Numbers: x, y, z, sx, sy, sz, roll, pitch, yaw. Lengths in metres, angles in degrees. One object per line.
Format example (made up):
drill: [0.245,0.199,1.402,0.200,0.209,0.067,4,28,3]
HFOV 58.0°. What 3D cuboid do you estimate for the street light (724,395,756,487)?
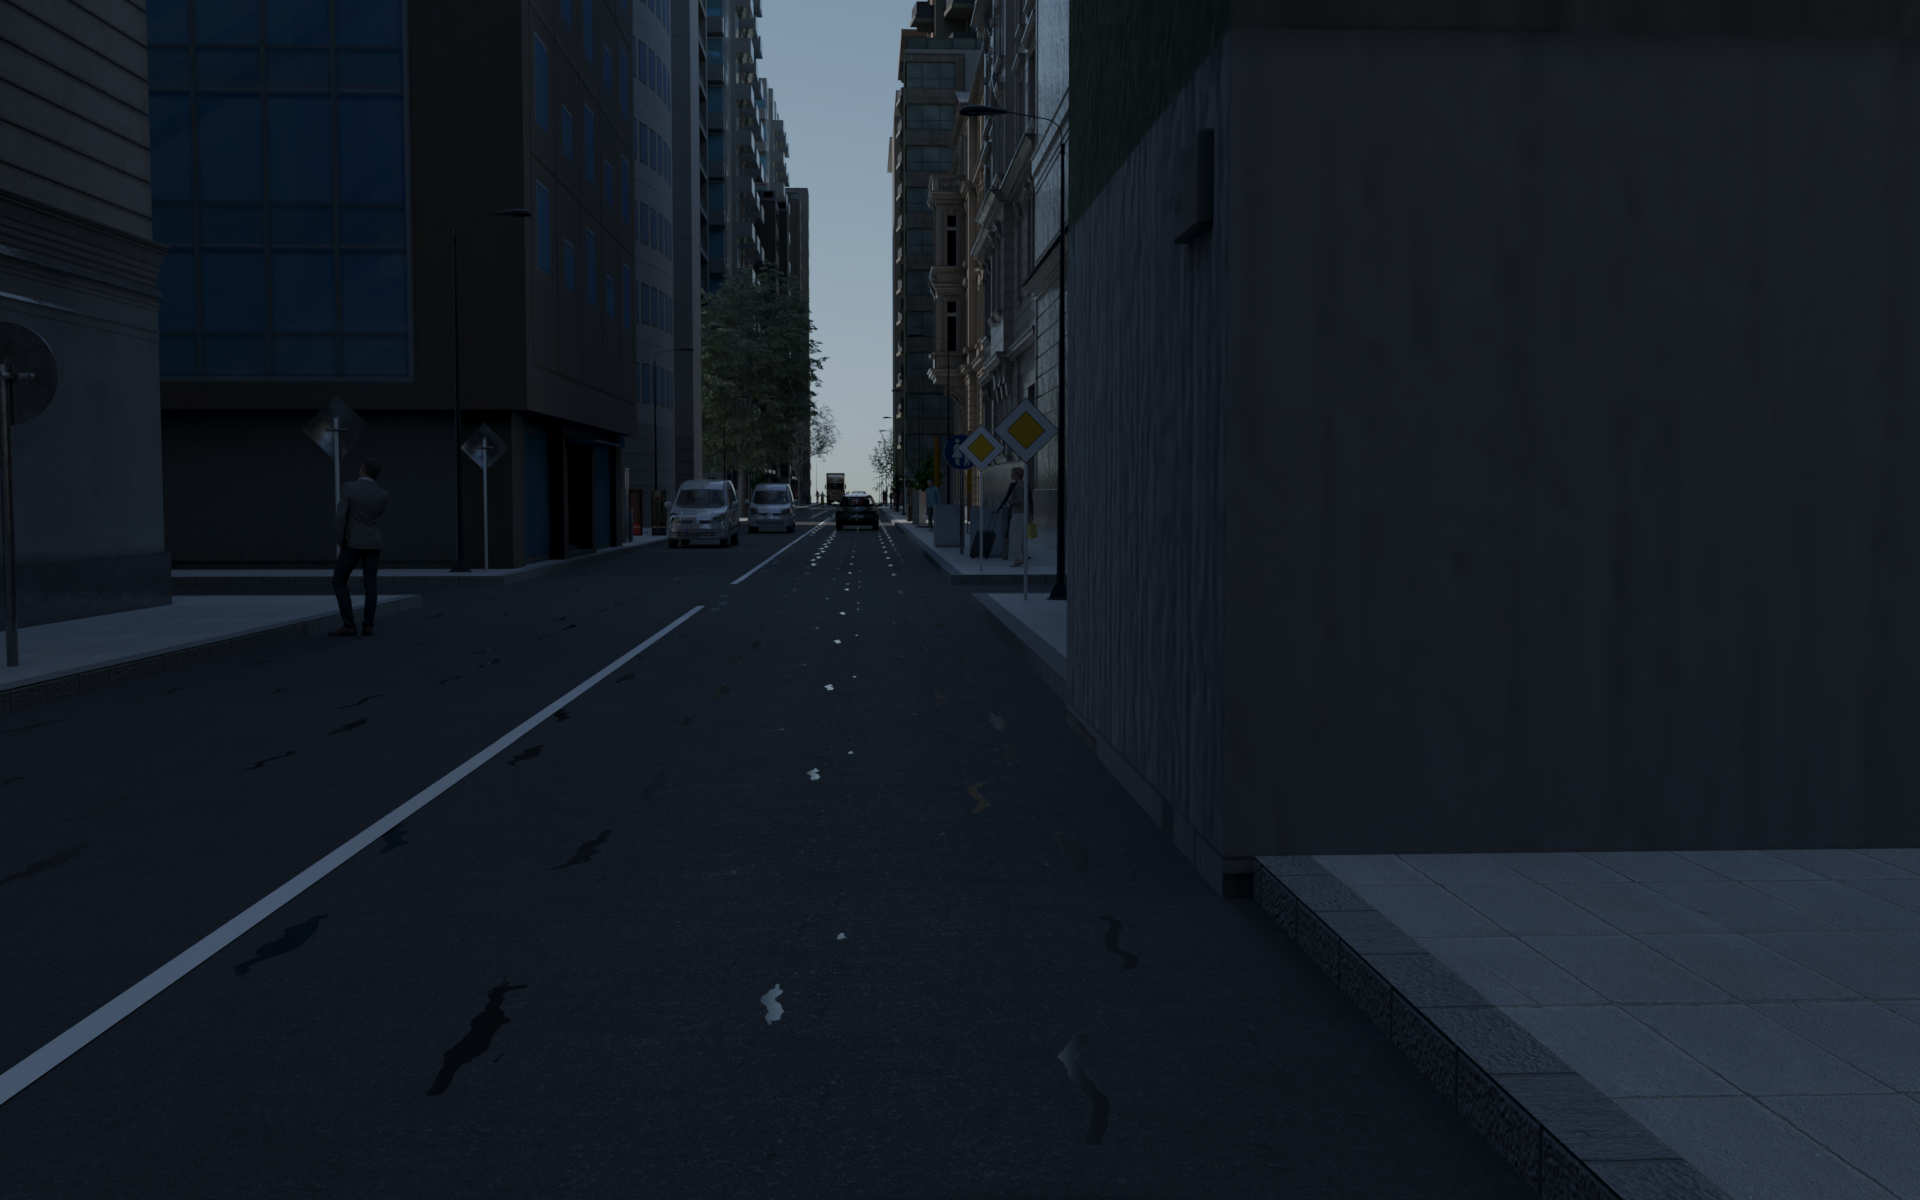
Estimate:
street light: [-10.553,-6.674,81.664,1.470,5.913,1.316,0,4,-3]

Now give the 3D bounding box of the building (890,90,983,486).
building: [5.963,-38.723,222.361,28.713,52.752,27.495,0,4,-3]

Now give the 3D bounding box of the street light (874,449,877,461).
street light: [-6.590,-10.985,152.139,1.470,5.913,1.316,0,4,-3]

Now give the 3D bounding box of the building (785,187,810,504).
building: [-26.706,-33.076,224.393,14.154,41.232,14.086,0,4,-3]

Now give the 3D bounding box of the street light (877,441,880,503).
street light: [-5.107,-9.359,125.561,1.470,5.913,1.316,0,4,-3]

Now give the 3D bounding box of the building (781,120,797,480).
building: [-31.217,-35.596,201.595,23.786,49.044,30.456,0,4,-3]

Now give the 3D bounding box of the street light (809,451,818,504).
street light: [-16.473,-13.162,187.747,1.470,5.913,1.316,0,4,-3]

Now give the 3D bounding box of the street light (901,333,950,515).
street light: [-0.879,-4.748,50.173,1.470,5.913,1.316,0,4,-3]

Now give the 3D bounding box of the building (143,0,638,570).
building: [-14.546,-23.514,34.559,14.600,45.320,14.200,0,4,-3]

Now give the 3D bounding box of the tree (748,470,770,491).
tree: [-13.962,-7.727,120.941,1.663,3.219,1.824,0,3,0]

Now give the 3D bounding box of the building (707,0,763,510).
building: [-27.458,-31.829,140.008,23.786,49.044,30.456,0,4,-3]

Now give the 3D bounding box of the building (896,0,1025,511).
building: [5.160,-31.148,163.898,22.147,44.769,28.867,0,4,-3]

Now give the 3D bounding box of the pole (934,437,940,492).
pole: [-0.824,-4.159,61.848,0.158,3.312,0.155,0,3,0]

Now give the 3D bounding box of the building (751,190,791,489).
building: [-23.398,-23.968,163.571,14.160,30.474,14.107,0,4,-3]

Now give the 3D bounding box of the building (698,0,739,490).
building: [-24.934,-41.240,112.532,20.563,71.187,20.611,0,4,-3]

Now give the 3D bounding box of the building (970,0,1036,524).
building: [7.657,-16.508,57.295,14.401,28.519,23.554,0,4,-3]

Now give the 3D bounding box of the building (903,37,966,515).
building: [3.274,-20.929,113.893,14.160,30.474,14.107,0,4,-3]

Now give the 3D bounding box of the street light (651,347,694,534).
street light: [-9.116,-5.038,54.917,1.470,5.913,1.316,0,4,-3]

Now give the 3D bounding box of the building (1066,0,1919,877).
building: [7.561,-14.723,12.424,14.160,30.474,14.107,0,4,-3]

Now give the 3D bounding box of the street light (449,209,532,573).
street light: [-7.675,-3.413,28.337,1.470,5.913,1.316,0,4,-3]

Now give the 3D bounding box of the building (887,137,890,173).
building: [4.081,-40.398,249.742,28.713,52.752,27.495,0,4,-3]

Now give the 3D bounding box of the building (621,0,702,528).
building: [-22.168,-32.144,67.553,21.231,58.520,28.212,0,4,-3]

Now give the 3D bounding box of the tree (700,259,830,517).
tree: [-12.079,-11.529,95.158,9.857,13.997,8.962,0,3,0]

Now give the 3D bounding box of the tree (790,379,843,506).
tree: [-16.767,-16.470,179.656,12.009,13.543,11.850,0,3,0]

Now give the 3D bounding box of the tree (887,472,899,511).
tree: [-4.887,-8.375,131.532,1.663,3.219,1.824,0,3,0]

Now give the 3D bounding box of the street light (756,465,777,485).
street light: [-11.855,-8.112,105.178,1.470,5.913,1.316,0,4,-3]

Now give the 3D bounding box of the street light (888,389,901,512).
street light: [-2.334,-6.374,76.753,1.470,5.913,1.316,0,4,-3]

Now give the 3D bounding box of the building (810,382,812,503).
building: [-35.437,-24.523,245.997,27.650,21.520,28.899,0,4,-3]

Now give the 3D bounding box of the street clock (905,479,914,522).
street clock: [-2.298,-4.750,82.240,0.358,2.002,0.471,0,3,0]

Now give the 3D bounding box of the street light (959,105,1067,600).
street light: [0.690,-2.956,20.864,1.470,5.913,1.316,0,4,-3]

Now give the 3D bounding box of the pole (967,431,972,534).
pole: [0.302,-3.780,55.649,0.158,3.312,0.155,0,3,0]

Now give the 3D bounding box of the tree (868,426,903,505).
tree: [-7.916,-14.500,187.437,4.737,8.622,4.395,0,3,0]

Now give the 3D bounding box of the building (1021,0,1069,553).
building: [16.510,-12.500,37.660,30.059,22.955,16.112,0,4,-3]

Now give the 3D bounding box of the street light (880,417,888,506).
street light: [-3.925,-8.033,103.881,1.470,5.913,1.316,0,4,-3]

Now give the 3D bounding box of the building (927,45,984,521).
building: [5.648,-16.361,86.586,14.460,24.649,34.723,0,4,-3]

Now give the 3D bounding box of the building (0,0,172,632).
building: [-17.811,-10.103,14.342,18.267,20.994,9.793,0,4,-3]

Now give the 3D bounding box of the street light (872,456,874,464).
street light: [-8.148,-12.623,178.927,1.470,5.913,1.316,0,4,-3]

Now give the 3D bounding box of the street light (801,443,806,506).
street light: [-14.872,-11.363,158.330,1.470,5.913,1.316,0,4,-3]

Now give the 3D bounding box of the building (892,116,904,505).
building: [-0.841,-33.716,201.371,14.600,45.320,14.200,0,4,-3]

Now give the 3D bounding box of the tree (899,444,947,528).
tree: [-1.213,-4.402,66.573,1.663,3.219,1.824,0,3,0]
